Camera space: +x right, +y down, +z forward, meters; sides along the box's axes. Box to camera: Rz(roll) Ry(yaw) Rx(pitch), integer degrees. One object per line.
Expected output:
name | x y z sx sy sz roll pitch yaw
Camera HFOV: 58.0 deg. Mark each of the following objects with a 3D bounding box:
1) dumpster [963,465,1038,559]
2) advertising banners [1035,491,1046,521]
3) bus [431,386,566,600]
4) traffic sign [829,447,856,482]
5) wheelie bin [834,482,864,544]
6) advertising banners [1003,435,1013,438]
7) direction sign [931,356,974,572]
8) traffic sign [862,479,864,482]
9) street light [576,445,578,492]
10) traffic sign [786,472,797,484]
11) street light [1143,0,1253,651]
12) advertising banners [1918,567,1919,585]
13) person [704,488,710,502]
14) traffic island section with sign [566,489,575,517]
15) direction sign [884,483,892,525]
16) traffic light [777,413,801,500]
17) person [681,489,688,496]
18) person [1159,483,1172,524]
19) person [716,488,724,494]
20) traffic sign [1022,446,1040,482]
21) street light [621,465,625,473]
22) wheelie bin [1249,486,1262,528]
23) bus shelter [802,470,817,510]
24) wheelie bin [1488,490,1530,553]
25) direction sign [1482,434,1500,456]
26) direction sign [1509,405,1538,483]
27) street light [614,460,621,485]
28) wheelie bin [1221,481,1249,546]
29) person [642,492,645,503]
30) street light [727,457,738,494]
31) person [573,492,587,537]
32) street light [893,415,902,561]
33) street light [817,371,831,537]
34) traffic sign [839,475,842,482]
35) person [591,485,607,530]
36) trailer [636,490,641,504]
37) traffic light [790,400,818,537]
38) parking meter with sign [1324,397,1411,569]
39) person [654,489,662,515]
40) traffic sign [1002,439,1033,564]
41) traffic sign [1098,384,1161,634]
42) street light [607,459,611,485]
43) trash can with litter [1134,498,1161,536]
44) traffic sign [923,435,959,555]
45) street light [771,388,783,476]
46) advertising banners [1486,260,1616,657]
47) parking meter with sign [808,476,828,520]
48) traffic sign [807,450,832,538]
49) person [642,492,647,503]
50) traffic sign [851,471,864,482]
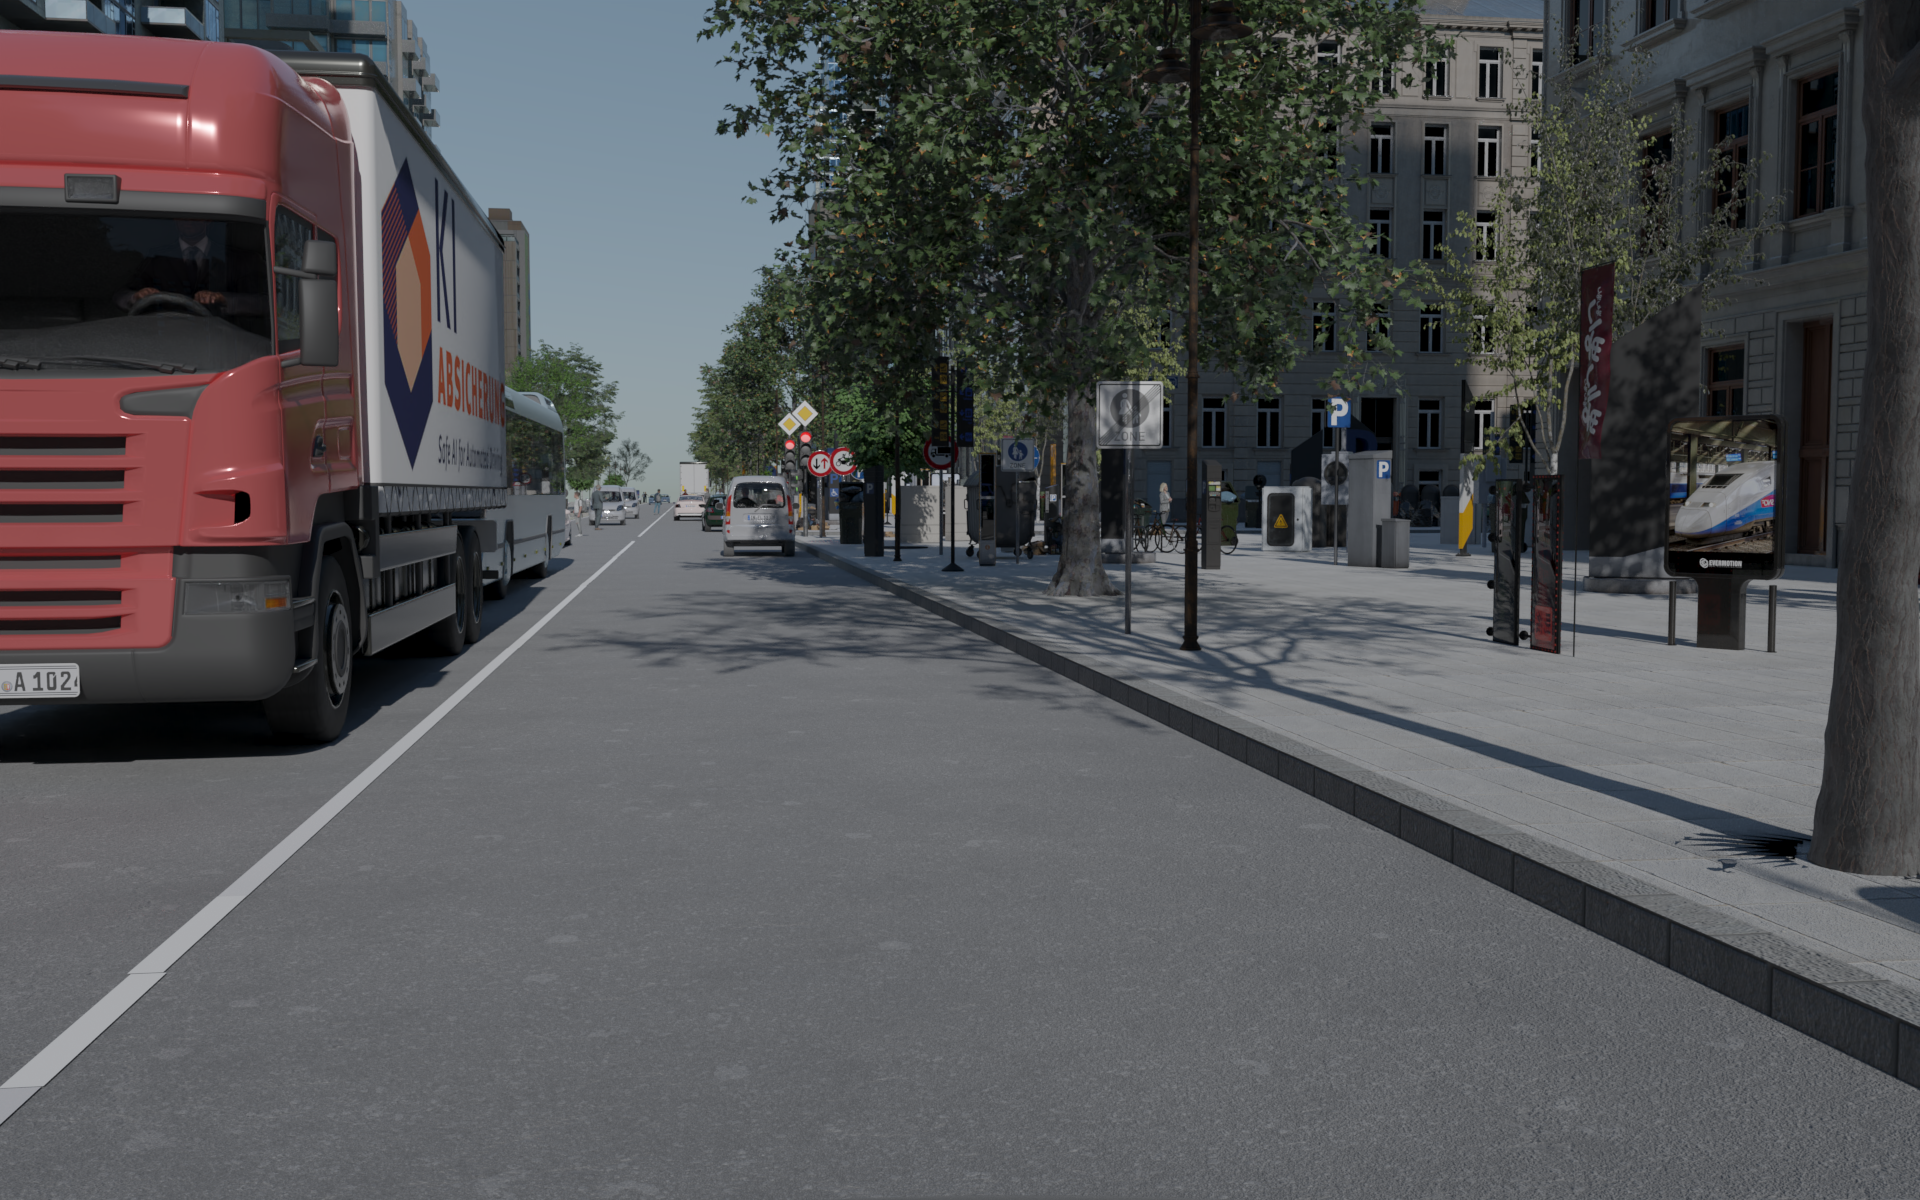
dumpster | 0.816 -1.772 34.730 1.264 1.857 1.865 -1 4 -9
advertising banners | 3.270 -5.304 82.901 2.074 3.025 0.090 -1 4 -12
bus | -7.797 -1.912 26.115 2.948 3.499 13.247 -1 4 -8
traffic sign | -3.149 -2.864 46.931 0.768 2.556 0.104 0 4 -1
wheelie bin | -2.755 -2.237 44.482 0.980 1.594 0.693 0 4 2
advertising banners | 0.959 -3.344 50.870 0.090 3.025 2.074 3 4 37
direction sign | -0.119 -2.243 28.670 0.876 3.537 0.379 -3 5 -39
traffic sign | -3.565 -3.978 67.162 0.606 2.300 0.079 0 4 -1
street light | -33.739 -10.997 152.595 0.468 5.910 1.993 -1 4 -9
traffic sign | -9.458 -5.928 97.021 0.768 2.556 0.104 -1 4 -9
street light | 1.897 -2.525 14.072 0.468 5.910 1.993 -1 4 -9
advertising banners | 13.602 -1.727 24.417 2.074 3.025 0.090 -2 4 -24
person | -15.256 -5.800 103.611 0.573 1.790 0.520 1 4 22
traffic island section with sign | -24.603 -6.052 107.580 1.989 1.847 2.006 -1 4 -9
direction sign | -3.036 -4.911 72.285 0.876 3.537 0.379 2 4 28
traffic light | -5.912 -4.343 59.923 0.839 4.253 0.868 -1 4 -9
person | -22.447 -8.151 141.733 1.348 1.831 0.705 -3 5 -41
person | 6.767 -2.941 56.774 0.537 1.800 0.526 -3 5 -44
person | -14.862 -6.002 106.890 0.793 1.790 0.793 3 4 36
traffic sign | 1.536 -2.555 41.876 0.768 2.556 0.104 0 4 0
street light | -49.762 -17.207 254.121 0.468 5.910 1.993 -1 4 -9
wheelie bin | 11.141 -3.542 65.827 0.980 1.594 0.693 1 4 14
bus shelter | -7.819 -6.249 93.460 1.731 3.624 6.357 -1 4 -9
wheelie bin | 11.953 -1.832 37.853 0.980 1.594 0.693 -2 4 -32
direction sign | 19.924 -4.467 65.028 0.876 3.537 0.379 -2 4 -29
direction sign | 14.342 -3.173 43.873 0.876 3.537 0.379 0 4 2
street light | -46.690 -16.030 234.879 0.468 5.910 1.993 -1 4 -9
wheelie bin | 6.506 -2.144 42.968 0.693 1.594 0.980 -2 4 -32
person | -52.612 -17.115 288.321 1.348 1.826 0.705 3 5 43
street light | -19.880 -10.919 151.312 0.468 5.910 1.993 -1 4 -9
person | -12.837 -2.888 58.321 0.503 1.515 0.523 2 4 26
street light | -1.193 -3.677 32.900 0.468 5.910 1.993 -1 4 -9
street light | -4.093 -4.830 51.757 0.468 5.910 1.993 -1 4 -9
traffic sign | -7.390 -6.274 102.687 0.768 2.556 0.104 0 4 -1
person | -14.335 -3.683 68.895 0.661 1.801 0.590 2 4 35
trailer | -45.899 -14.581 245.447 1.471 1.999 3.904 -1 4 -11
traffic light | -4.668 -3.860 52.035 0.839 4.253 0.868 -1 4 -9
parking meter with sign | 7.193 -2.091 30.443 0.543 3.016 1.738 -2 4 -30
person | -20.730 -6.726 118.812 0.623 1.781 0.721 0 4 4
traffic sign | 1.056 -1.812 31.752 0.606 2.300 0.079 0 4 0
traffic sign | 1.539 -0.837 15.813 0.606 2.300 0.079 0 4 -4
street light | -43.733 -14.877 216.024 0.468 5.910 1.993 -1 4 -9
trash can with litter | 5.818 -2.590 53.729 1.055 1.170 0.624 -2 4 -28
traffic sign | -0.397 -2.222 36.442 0.768 2.556 0.104 0 4 -4
street light | -8.008 -6.298 75.754 0.468 5.910 1.993 -1 4 -9
advertising banners | 4.768 -1.093 14.058 0.090 3.025 2.074 0 4 -7
parking meter with sign | -5.806 -4.798 74.715 1.738 3.016 0.543 -2 4 -27
traffic sign | -4.079 -3.093 50.683 0.768 2.556 0.104 -1 4 -8
person | -51.148 -16.718 281.857 1.348 1.822 0.705 -3 4 -38
traffic sign | -3.463 -3.688 60.409 0.768 2.556 0.104 0 4 -2
